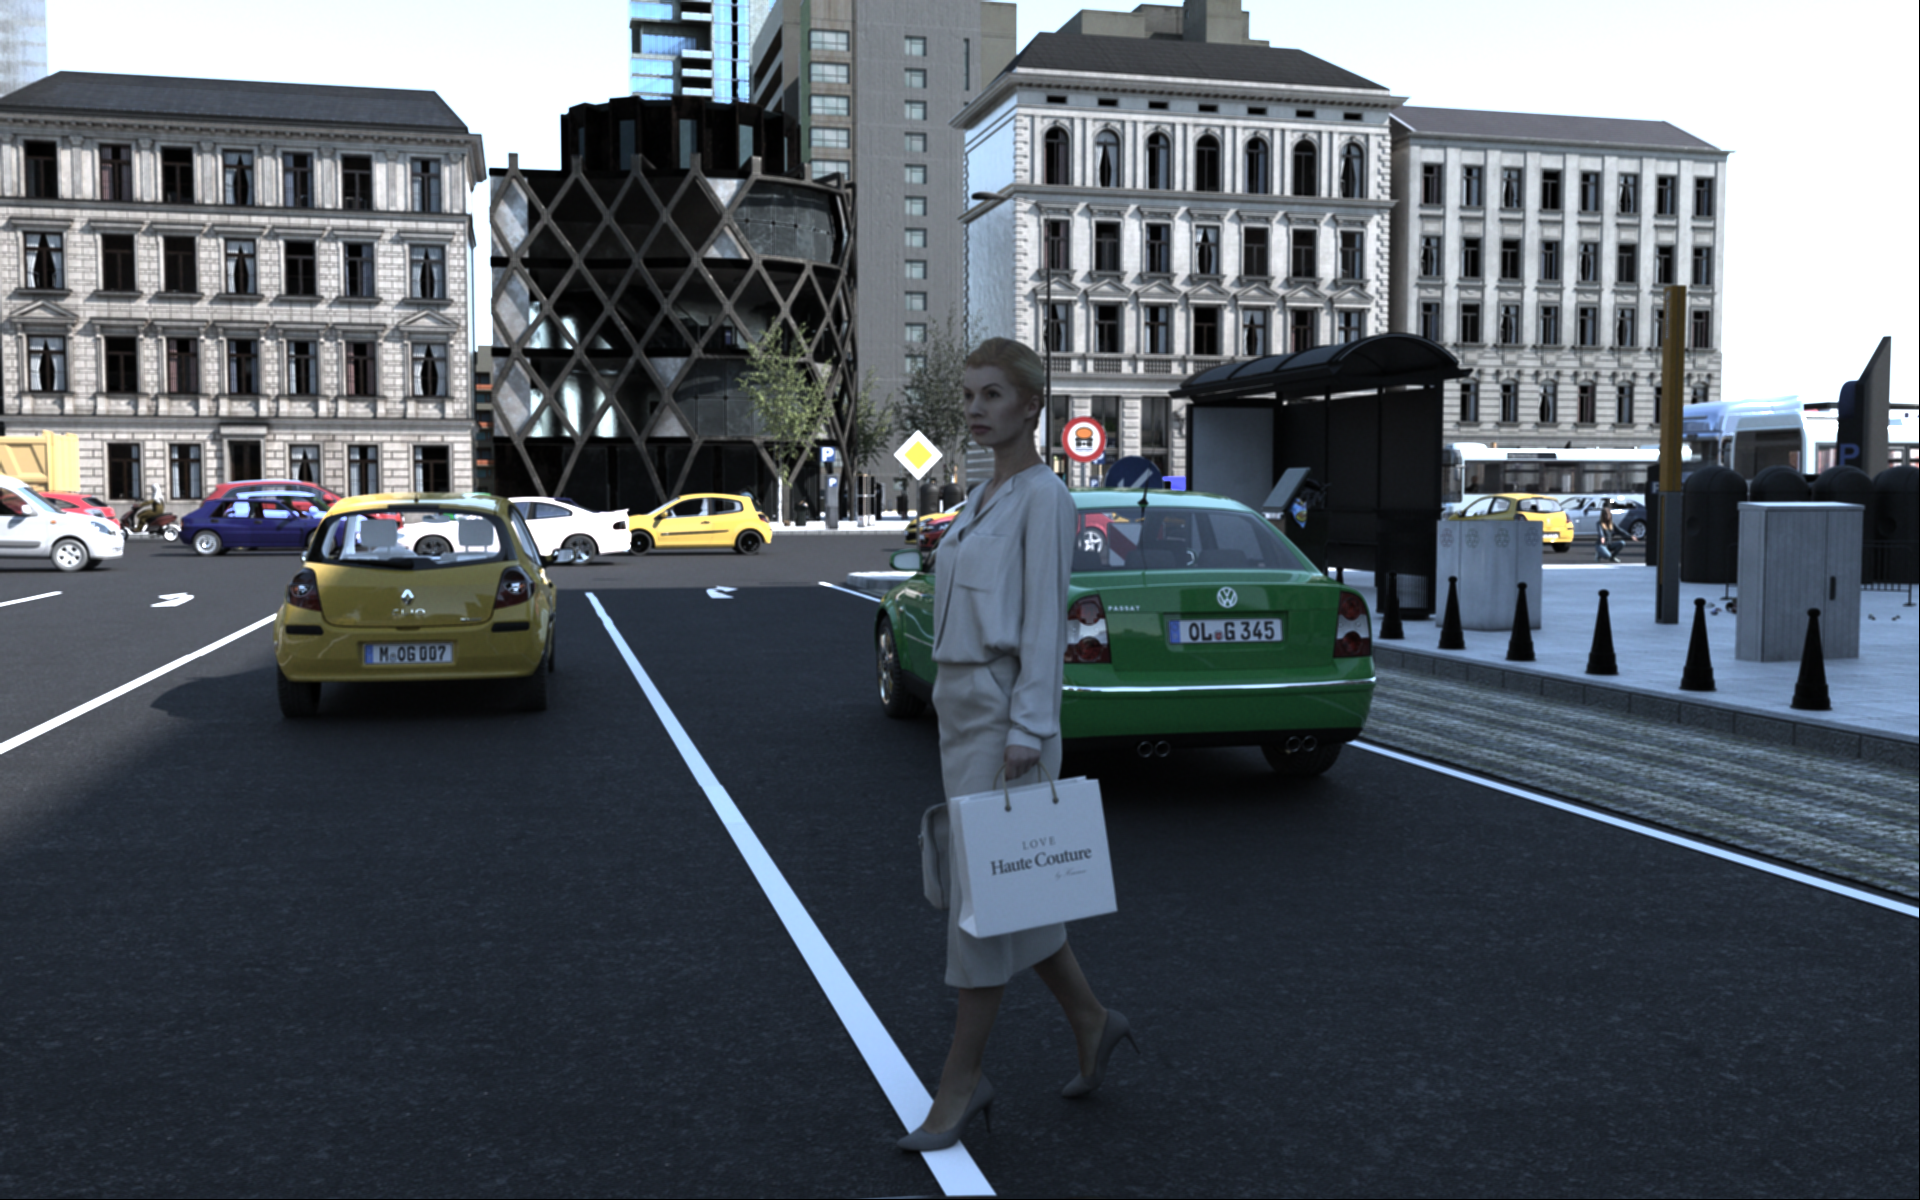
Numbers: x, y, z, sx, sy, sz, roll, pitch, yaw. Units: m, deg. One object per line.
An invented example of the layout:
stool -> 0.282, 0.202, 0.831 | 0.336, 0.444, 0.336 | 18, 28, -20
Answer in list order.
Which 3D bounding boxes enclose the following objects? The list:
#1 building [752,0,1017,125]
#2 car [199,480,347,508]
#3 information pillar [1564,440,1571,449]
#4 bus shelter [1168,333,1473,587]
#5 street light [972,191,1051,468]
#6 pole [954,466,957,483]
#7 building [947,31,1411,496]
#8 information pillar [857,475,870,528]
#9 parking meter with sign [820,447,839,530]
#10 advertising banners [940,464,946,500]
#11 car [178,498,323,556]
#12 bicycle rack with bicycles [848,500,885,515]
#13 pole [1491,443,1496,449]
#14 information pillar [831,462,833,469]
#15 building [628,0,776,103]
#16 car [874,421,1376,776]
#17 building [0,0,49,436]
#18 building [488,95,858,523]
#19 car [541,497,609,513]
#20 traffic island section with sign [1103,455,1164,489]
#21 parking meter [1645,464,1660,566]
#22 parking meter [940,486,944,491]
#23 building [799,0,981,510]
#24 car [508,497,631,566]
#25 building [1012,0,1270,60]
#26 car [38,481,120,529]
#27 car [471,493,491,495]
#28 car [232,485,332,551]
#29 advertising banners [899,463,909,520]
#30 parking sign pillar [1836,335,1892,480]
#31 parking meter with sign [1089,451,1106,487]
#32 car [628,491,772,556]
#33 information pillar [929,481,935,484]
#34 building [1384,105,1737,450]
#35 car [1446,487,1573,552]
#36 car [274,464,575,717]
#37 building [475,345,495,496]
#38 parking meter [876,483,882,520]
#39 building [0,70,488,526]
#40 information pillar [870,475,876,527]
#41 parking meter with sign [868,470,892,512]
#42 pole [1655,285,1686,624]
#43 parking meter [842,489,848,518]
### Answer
building -> -7.479, -33.004, 163.309 | 21.300, 48.544, 21.600 | -1, 4, -14
car -> -17.883, -2.351, 47.109 | 5.304, 1.827, 2.281 | -1, 4, -15
information pillar -> 26.500, -5.157, 75.677 | 0.183, 3.616, 0.504 | -1, 4, -13
bus shelter -> 4.859, -1.866, 24.440 | 2.014, 3.302, 5.546 | -1, 4, -14
street light -> 0.855, -3.323, 26.873 | 1.470, 5.913, 1.316 | -1, 4, -14
pole -> -0.343, -8.049, 125.447 | 0.158, 3.312, 0.155 | 0, 3, 0
building -> 10.376, -15.697, 85.528 | 19.941, 23.489, 11.050 | -1, 4, -14
information pillar -> -3.731, -3.759, 65.946 | 0.304, 2.012, 0.304 | 1, 4, 19
parking meter with sign -> -4.724, -4.102, 63.330 | 0.543, 3.016, 1.738 | -1, 4, -12
advertising banners -> -1.115, -6.457, 101.766 | 0.090, 3.025, 2.074 | -1, 4, -18
car -> -16.247, -1.731, 40.890 | 3.894, 1.354, 1.945 | -1, 4, -13
bicycle rack with bicycles -> -6.794, -6.295, 116.307 | 2.925, 0.926, 2.852 | 1, 4, 22
pole -> 21.224, -4.595, 68.970 | 0.158, 3.312, 0.155 | 0, 3, 0
information pillar -> -8.727, -7.652, 116.459 | 0.504, 3.616, 0.183 | 2, 4, 29
building -> -34.401, -56.891, 242.832 | 31.000, 86.520, 22.319 | -1, 4, -14
car -> 0.681, -0.071, 9.960 | 1.959, 1.807, 4.718 | -1, 4, -13
building -> -49.805, -15.494, 71.357 | 19.932, 24.808, 12.078 | -1, 4, -14
building -> -13.524, -13.150, 82.447 | 16.811, 18.784, 16.820 | -1, 4, -14
car -> -12.849, -2.656, 56.006 | 3.894, 1.354, 1.945 | -1, 4, -12
traffic island section with sign -> 1.508, -0.607, 18.553 | 1.989, 1.847, 2.006 | -1, 4, -14
parking meter -> 12.458, -1.543, 30.942 | 0.399, 1.863, 0.255 | 2, 4, 34
parking meter -> -1.171, -6.681, 114.940 | 0.399, 1.863, 0.255 | -1, 4, -11
building -> -6.589, -28.242, 145.352 | 14.154, 41.232, 14.086 | -1, 4, -14
car -> -9.111, -1.387, 35.042 | 4.827, 1.381, 2.083 | -1, 4, -15
building -> 18.679, -33.415, 170.033 | 21.600, 48.544, 21.300 | -1, 4, -14
car -> -23.119, -2.047, 42.511 | 4.494, 1.783, 2.155 | -1, 4, -13
car -> -14.205, -2.529, 50.146 | 1.959, 1.807, 4.718 | -1, 4, -12
car -> -16.921, -2.125, 44.338 | 3.694, 1.707, 1.945 | -1, 4, -13
advertising banners -> -2.847, -5.572, 87.287 | 0.090, 3.025, 2.074 | 1, 4, 10
parking sign pillar -> 15.212, -2.491, 29.193 | 1.447, 3.967, 1.447 | -3, 5, -45
parking meter with sign -> 5.373, -4.442, 68.886 | 0.543, 3.016, 1.738 | 1, 4, 15
car -> -6.505, -1.901, 41.305 | 3.980, 1.641, 2.015 | -1, 4, -14
information pillar -> -1.666, -5.895, 100.874 | 0.304, 2.012, 0.304 | 2, 4, 28
building -> 29.001, -14.732, 90.021 | 18.267, 20.994, 9.793 | -1, 4, -14
car -> 13.749, -2.054, 43.803 | 2.015, 1.641, 3.980 | -1, 4, -15
car -> -3.854, -0.151, 12.692 | 2.015, 1.641, 3.980 | -1, 4, -12
building -> -64.614, -24.169, 240.195 | 28.899, 21.520, 27.650 | -1, 4, -14
parking meter -> -4.073, -4.890, 85.660 | 0.399, 1.863, 0.255 | -1, 4, -16
building -> -30.542, -12.887, 75.323 | 19.286, 19.102, 10.561 | -1, 4, -14
information pillar -> -3.531, -3.902, 68.286 | 0.304, 2.012, 0.304 | -3, 4, -38
parking meter with sign -> -5.787, -7.915, 125.674 | 1.738, 3.016, 0.543 | -1, 4, -9
pole -> 7.009, -1.421, 17.073 | 0.158, 3.312, 0.155 | 0, 3, 0
parking meter -> -6.280, -5.235, 94.001 | 0.372, 1.533, 0.369 | 0, 3, 0
